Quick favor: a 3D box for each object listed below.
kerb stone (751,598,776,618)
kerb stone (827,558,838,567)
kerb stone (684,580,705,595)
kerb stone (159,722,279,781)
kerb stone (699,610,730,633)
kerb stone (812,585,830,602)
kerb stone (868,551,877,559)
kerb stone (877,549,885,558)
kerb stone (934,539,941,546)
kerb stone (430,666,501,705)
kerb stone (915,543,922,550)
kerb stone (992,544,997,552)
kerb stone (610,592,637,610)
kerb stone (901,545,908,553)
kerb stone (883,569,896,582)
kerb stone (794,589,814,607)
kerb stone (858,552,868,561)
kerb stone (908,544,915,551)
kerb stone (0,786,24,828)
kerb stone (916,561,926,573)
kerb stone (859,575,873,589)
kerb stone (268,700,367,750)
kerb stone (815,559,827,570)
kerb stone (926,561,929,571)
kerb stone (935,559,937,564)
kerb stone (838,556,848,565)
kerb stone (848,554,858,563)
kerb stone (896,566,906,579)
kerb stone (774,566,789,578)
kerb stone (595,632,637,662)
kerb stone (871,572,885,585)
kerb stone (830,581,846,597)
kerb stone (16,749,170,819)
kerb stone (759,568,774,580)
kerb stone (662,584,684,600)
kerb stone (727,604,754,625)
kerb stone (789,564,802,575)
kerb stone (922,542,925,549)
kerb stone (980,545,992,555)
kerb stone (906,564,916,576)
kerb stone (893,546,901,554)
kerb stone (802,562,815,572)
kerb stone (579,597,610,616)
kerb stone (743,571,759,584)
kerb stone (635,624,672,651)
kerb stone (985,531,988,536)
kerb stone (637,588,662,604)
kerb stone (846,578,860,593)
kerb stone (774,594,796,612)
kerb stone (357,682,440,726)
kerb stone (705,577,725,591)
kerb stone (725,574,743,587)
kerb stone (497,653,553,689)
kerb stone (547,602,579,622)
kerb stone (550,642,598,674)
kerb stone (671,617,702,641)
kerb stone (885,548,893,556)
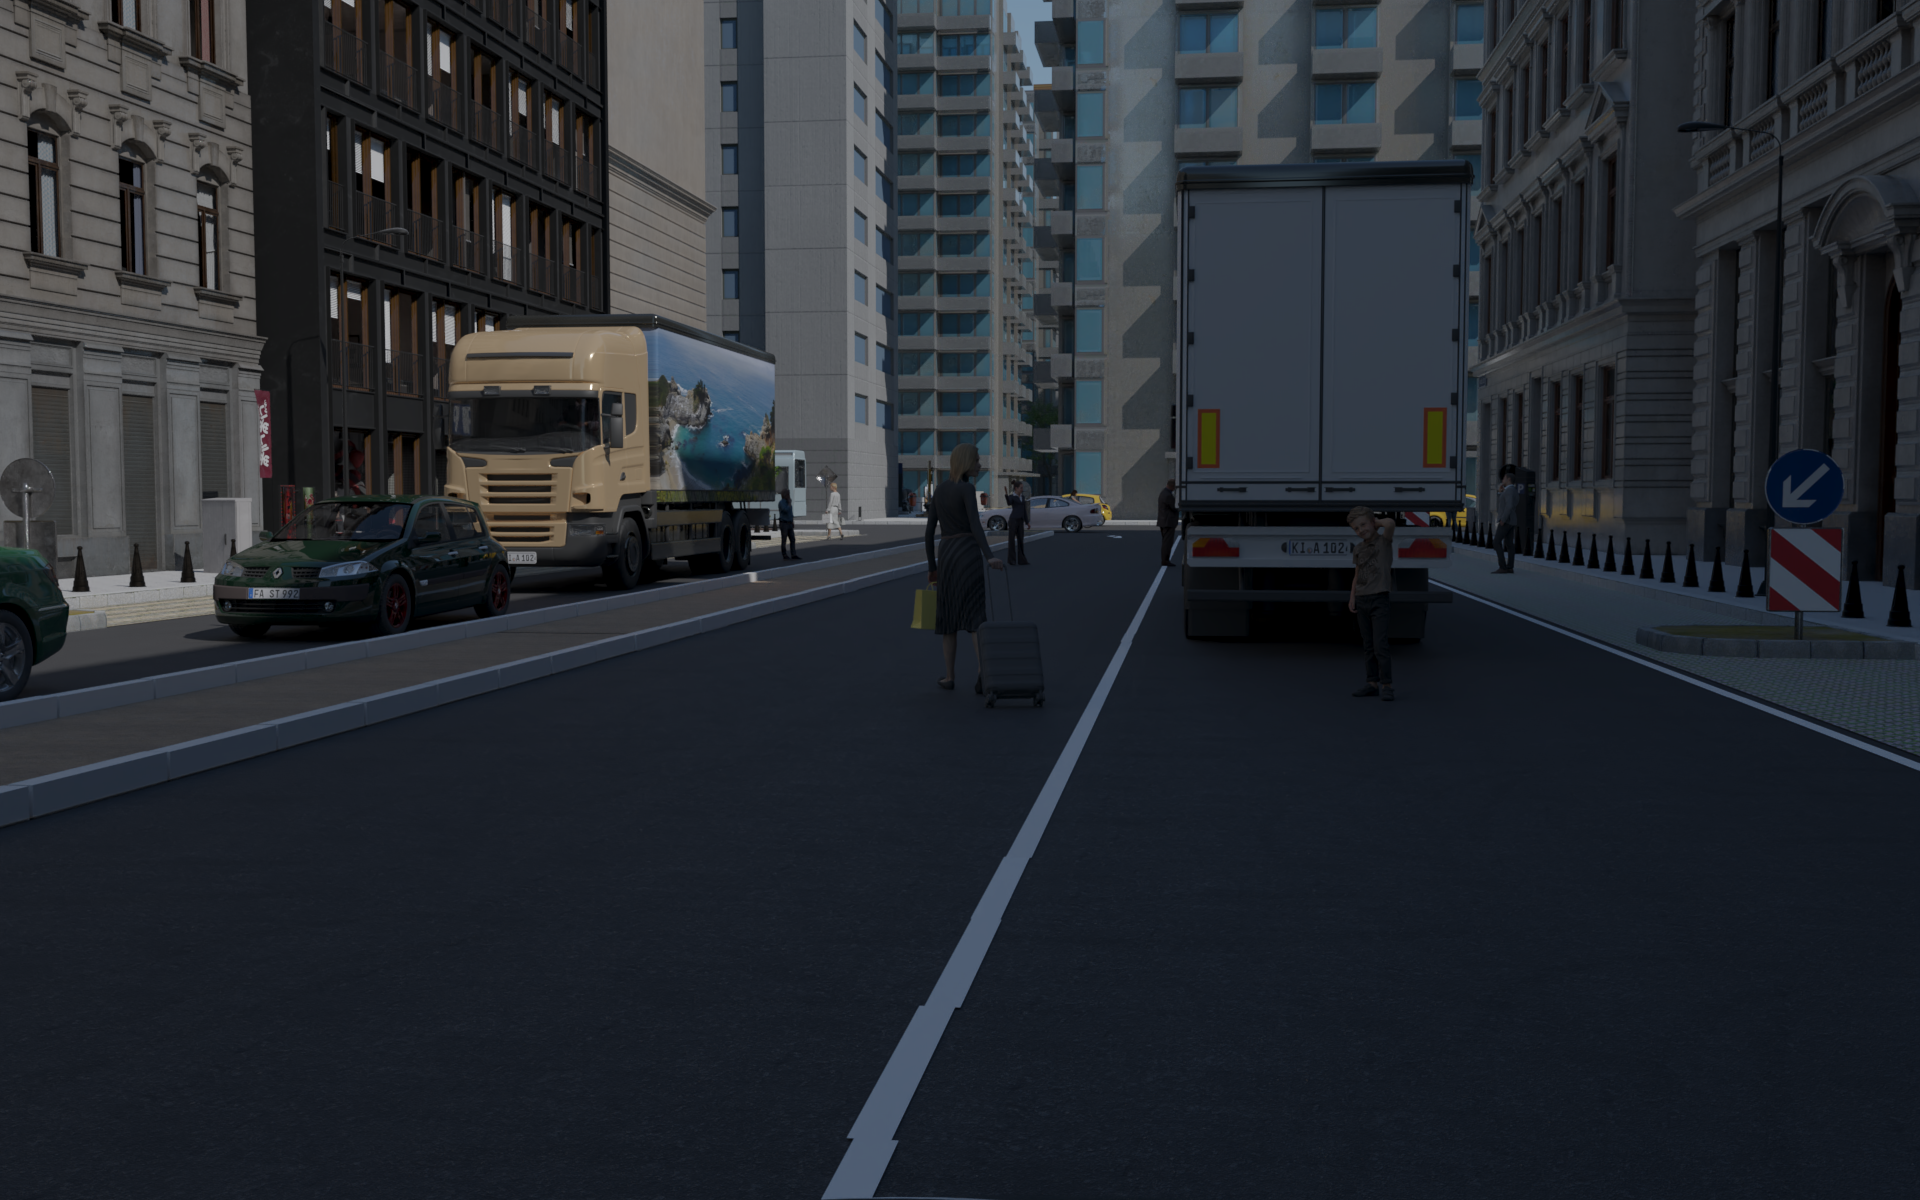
[{"bbox_3d":[-2.379,0.113,20.356,0.120,0.150,1.000,0,4,8],"label":"kerb stone"},{"bbox_3d":[-2.603,-0.716,33.911,0.120,0.150,1.000,0,4,8],"label":"kerb stone"},{"bbox_3d":[-3.881,-0.157,24.762,0.120,0.150,1.000,0,4,8],"label":"kerb stone"},{"bbox_3d":[-3.935,0.801,9.155,0.120,0.150,1.000,0,4,8],"label":"kerb stone"},{"bbox_3d":[-2.652,0.237,18.315,0.120,0.150,1.000,0,4,8],"label":"kerb stone"},{"bbox_3d":[-1.950,-0.073,23.399,0.120,0.150,1.000,0,4,8],"label":"kerb stone"},{"bbox_3d":[-2.039,-0.963,37.997,0.120,0.150,1.000,0,4,8],"label":"kerb stone"},{"bbox_3d":[-1.888,-1.028,39.010,0.120,0.150,1.000,0,4,8],"label":"kerb stone"},{"bbox_3d":[-0.614,-1.588,48.181,0.120,0.150,1.000,0,4,8],"label":"kerb stone"},{"bbox_3d":[-3.515,0.611,12.209,0.120,0.150,1.000,0,4,8],"label":"kerb stone"},{"bbox_3d":[-1.184,-1.339,44.091,0.120,0.150,1.000,0,4,8],"label":"kerb stone"},{"bbox_3d":[0.740,-1.255,42.728,0.120,0.150,1.000,0,4,8],"label":"kerb stone"},{"bbox_3d":[-4.302,0.031,21.716,0.120,0.150,1.000,0,4,8],"label":"kerb stone"},{"bbox_3d":[-1.467,-1.215,42.057,0.120,0.150,1.000,0,4,8],"label":"kerb stone"},{"bbox_3d":[-1.246,-0.384,28.479,0.120,0.150,1.000,0,4,8],"label":"kerb stone"},{"bbox_3d":[-2.092,-0.006,22.385,0.120,0.150,1.000,0,4,8],"label":"kerb stone"},{"bbox_3d":[-2.179,-0.904,36.981,0.120,0.150,1.000,0,4,8],"label":"kerb stone"},{"bbox_3d":[-1.328,-1.277,43.074,0.120,0.150,1.000,0,4,8],"label":"kerb stone"},{"bbox_3d":[-4.218,0.922,7.122,0.120,0.150,1.000,0,4,8],"label":"kerb stone"},{"bbox_3d":[-0.811,-0.570,31.522,0.120,0.150,1.000,0,4,8],"label":"kerb stone"},{"bbox_3d":[-1.523,-0.260,26.444,0.120,0.150,1.000,0,4,8],"label":"kerb stone"},{"bbox_3d":[-3.795,0.737,10.172,0.120,0.150,1.000,0,4,8],"label":"kerb stone"},{"bbox_3d":[-2.740,-0.647,32.896,0.120,0.150,1.000,0,4,8],"label":"kerb stone"},{"bbox_3d":[-0.671,-0.632,32.537,0.120,0.150,1.000,0,4,8],"label":"kerb stone"},{"bbox_3d":[-0.536,-0.695,33.558,0.120,0.150,1.000,0,4,8],"label":"kerb stone"},{"bbox_3d":[-2.461,-0.772,34.935,0.120,0.150,1.000,0,4,8],"label":"kerb stone"},{"bbox_3d":[-2.328,-0.836,35.961,0.120,0.150,1.000,0,4,8],"label":"kerb stone"},{"bbox_3d":[-1.099,-0.446,29.493,0.120,0.150,1.000,0,4,8],"label":"kerb stone"},{"bbox_3d":[-3.168,-0.468,29.852,0.120,0.150,1.000,0,4,8],"label":"kerb stone"},{"bbox_3d":[-3.089,0.424,15.264,0.120,0.150,1.000,0,4,8],"label":"kerb stone"},{"bbox_3d":[-1.382,-0.322,27.463,0.120,0.150,1.000,0,4,8],"label":"kerb stone"},{"bbox_3d":[-1.809,-0.133,24.415,0.120,0.150,1.000,0,4,8],"label":"kerb stone"},{"bbox_3d":[-4.076,0.860,8.137,0.120,0.150,1.000,0,4,8],"label":"kerb stone"},{"bbox_3d":[-3.320,-0.402,28.832,0.120,0.150,1.000,0,4,8],"label":"kerb stone"},{"bbox_3d":[-4.021,-0.095,23.747,0.120,0.150,1.000,0,4,8],"label":"kerb stone"},{"bbox_3d":[-2.517,0.175,19.331,0.120,0.150,1.000,0,4,8],"label":"kerb stone"},{"bbox_3d":[-3.032,-0.524,30.867,0.120,0.150,1.000,0,4,8],"label":"kerb stone"},{"bbox_3d":[-1.043,-1.402,45.115,0.120,0.150,1.000,0,4,8],"label":"kerb stone"},{"bbox_3d":[0.601,-1.193,41.703,0.120,0.150,1.000,0,4,8],"label":"kerb stone"},{"bbox_3d":[-0.958,-0.504,30.508,0.120,0.150,1.000,0,4,8],"label":"kerb stone"},{"bbox_3d":[-1.607,-1.148,41.042,0.120,0.150,1.000,0,4,8],"label":"kerb stone"},{"bbox_3d":[-2.883,-0.592,31.881,0.120,0.150,1.000,0,4,8],"label":"kerb stone"},{"bbox_3d":[-4.444,0.092,20.691,0.120,0.150,1.000,0,4,8],"label":"kerb stone"},{"bbox_3d":[-3.456,-0.343,27.809,0.120,0.150,1.000,0,4,8],"label":"kerb stone"},{"bbox_3d":[-2.937,0.362,16.278,0.120,0.150,1.000,0,4,8],"label":"kerb stone"},{"bbox_3d":[0.942,-2.276,59.403,0.120,0.150,1.000,0,4,8],"label":"kerb stone"},{"bbox_3d":[-4.159,-0.031,22.731,0.120,0.150,1.000,0,4,8],"label":"kerb stone"},{"bbox_3d":[-1.655,-0.193,25.429,0.120,0.150,1.000,0,4,8],"label":"kerb stone"},{"bbox_3d":[-2.234,0.051,21.370,0.120,0.150,1.000,0,4,8],"label":"kerb stone"},{"bbox_3d":[-3.650,0.673,11.186,0.120,0.150,1.000,0,4,8],"label":"kerb stone"},{"bbox_3d":[-3.736,-0.219,25.777,0.120,0.150,1.000,0,4,8],"label":"kerb stone"},{"bbox_3d":[-3.589,-0.278,26.791,0.120,0.150,1.000,0,4,8],"label":"kerb stone"},{"bbox_3d":[-3.368,0.549,13.223,0.120,0.150,1.000,0,4,8],"label":"kerb stone"},{"bbox_3d":[-4.590,0.154,19.671,0.120,0.150,1.000,0,4,8],"label":"kerb stone"},{"bbox_3d":[-3.225,0.486,14.242,0.120,0.150,1.000,0,4,8],"label":"kerb stone"},{"bbox_3d":[-2.801,0.304,17.300,0.120,0.150,1.000,0,4,8],"label":"kerb stone"},{"bbox_3d":[-1.759,-1.091,40.028,0.120,0.150,1.000,0,4,8],"label":"kerb stone"}]
